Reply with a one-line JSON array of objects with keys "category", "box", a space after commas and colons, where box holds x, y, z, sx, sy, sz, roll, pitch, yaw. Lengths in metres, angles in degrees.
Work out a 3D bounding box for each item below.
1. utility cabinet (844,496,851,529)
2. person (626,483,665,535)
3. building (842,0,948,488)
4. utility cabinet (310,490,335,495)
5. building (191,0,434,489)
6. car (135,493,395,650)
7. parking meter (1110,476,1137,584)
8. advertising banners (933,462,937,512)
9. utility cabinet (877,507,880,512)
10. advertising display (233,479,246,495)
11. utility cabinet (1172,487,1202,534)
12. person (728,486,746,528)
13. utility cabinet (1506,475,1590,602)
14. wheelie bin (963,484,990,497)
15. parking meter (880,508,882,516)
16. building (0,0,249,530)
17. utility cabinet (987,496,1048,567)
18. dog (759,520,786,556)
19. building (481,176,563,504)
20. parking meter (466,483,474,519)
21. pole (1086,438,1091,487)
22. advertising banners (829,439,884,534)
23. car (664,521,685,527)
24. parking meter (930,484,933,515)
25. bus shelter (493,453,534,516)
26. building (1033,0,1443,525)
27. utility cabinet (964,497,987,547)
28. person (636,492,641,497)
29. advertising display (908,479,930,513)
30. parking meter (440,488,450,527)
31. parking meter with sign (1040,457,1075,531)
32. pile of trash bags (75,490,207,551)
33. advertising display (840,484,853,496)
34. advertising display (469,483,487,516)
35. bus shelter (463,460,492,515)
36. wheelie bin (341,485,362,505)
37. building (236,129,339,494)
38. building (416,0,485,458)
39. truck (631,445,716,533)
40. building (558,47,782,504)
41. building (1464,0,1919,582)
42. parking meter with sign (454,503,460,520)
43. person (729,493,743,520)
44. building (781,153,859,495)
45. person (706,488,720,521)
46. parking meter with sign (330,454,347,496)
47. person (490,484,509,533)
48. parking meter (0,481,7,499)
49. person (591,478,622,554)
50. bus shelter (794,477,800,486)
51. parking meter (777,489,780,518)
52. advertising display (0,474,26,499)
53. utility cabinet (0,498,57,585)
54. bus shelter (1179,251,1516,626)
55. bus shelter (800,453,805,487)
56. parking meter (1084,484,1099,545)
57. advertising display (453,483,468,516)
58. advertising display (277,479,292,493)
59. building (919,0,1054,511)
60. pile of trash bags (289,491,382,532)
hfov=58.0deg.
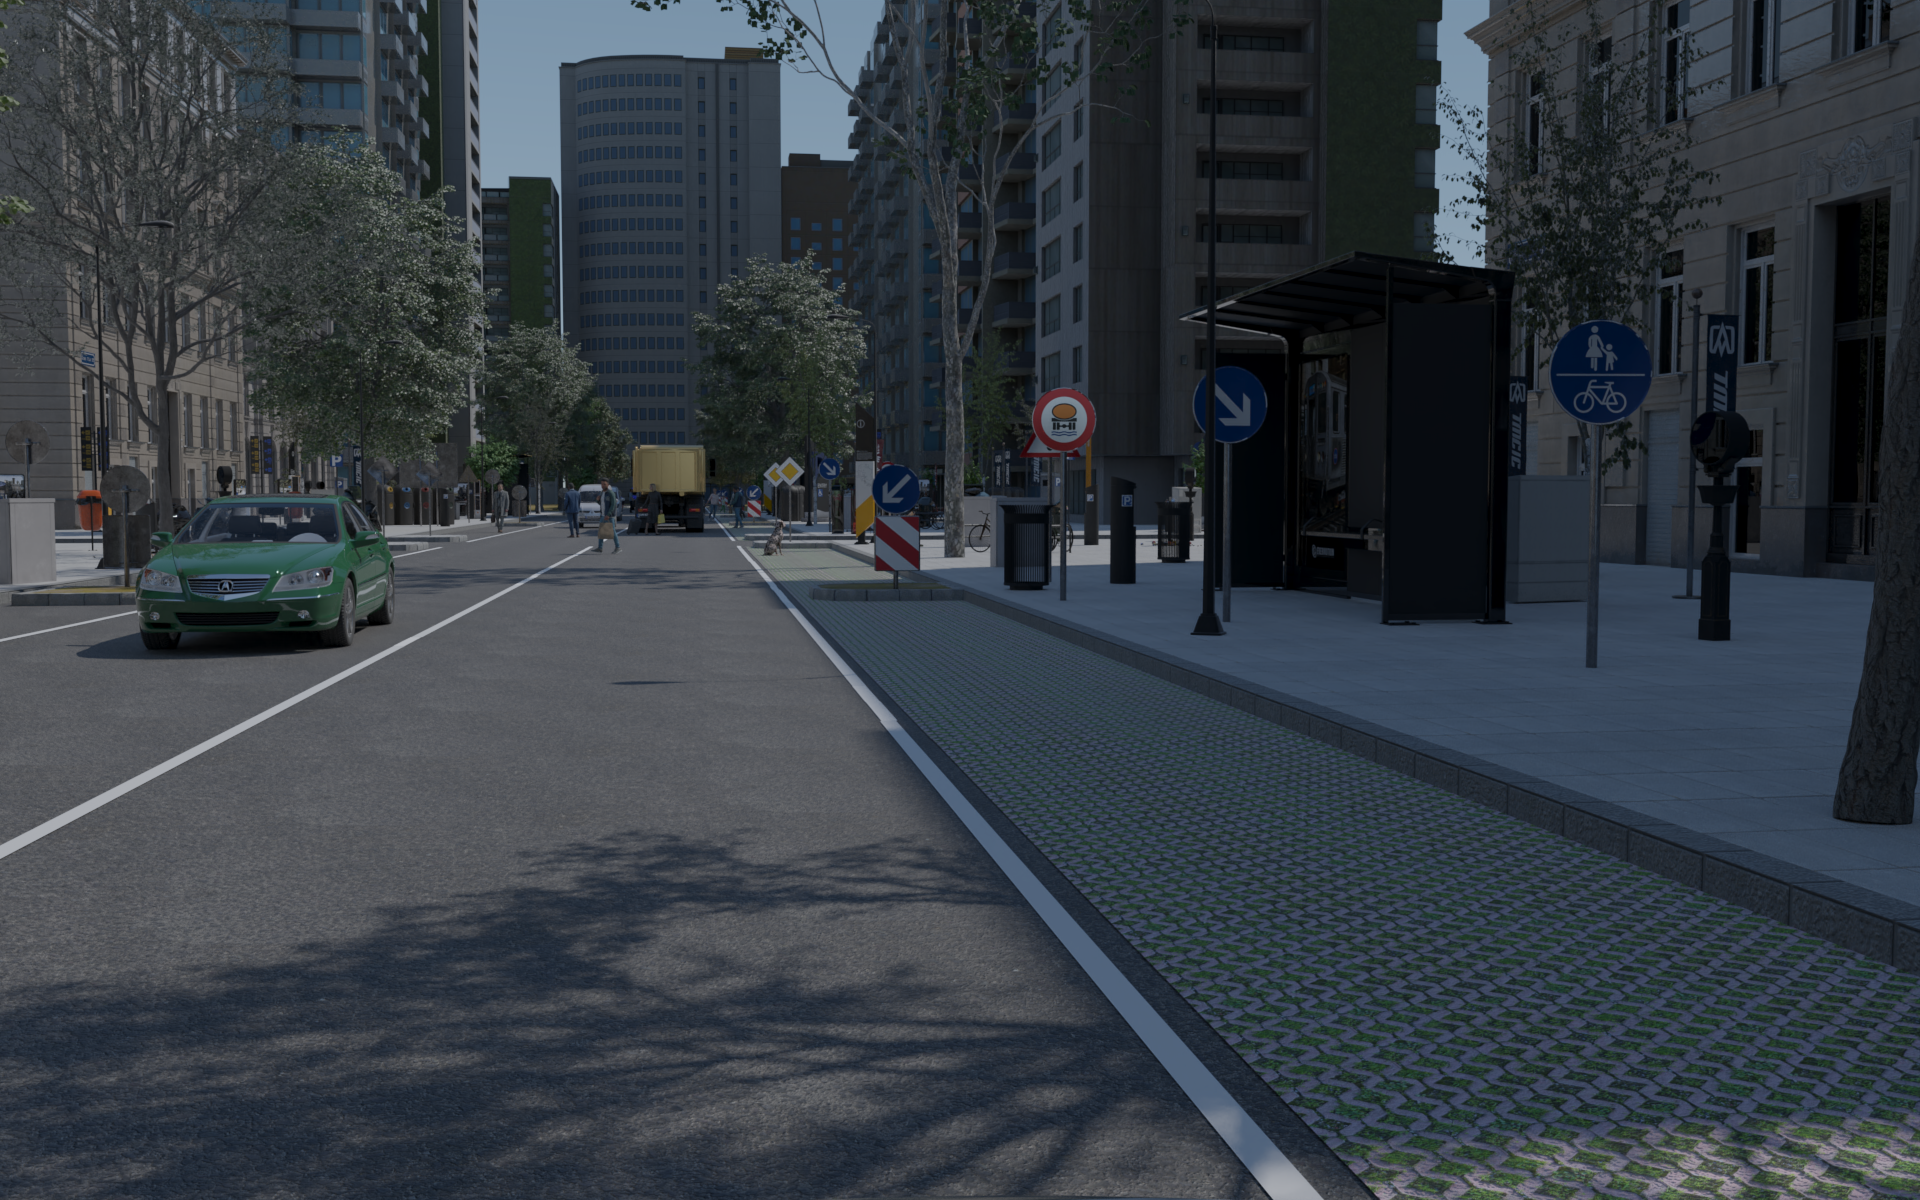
[{"category": "utility cabinet", "box": [-3.866, -3.172, 63.019, 1.020, 1.237, 0.306, 1, 4, 20]}, {"category": "person", "box": [-10.979, -3.177, 60.666, 1.509, 1.804, 0.699, 3, 5, 44]}, {"category": "building", "box": [0.109, -34.343, 181.108, 23.786, 49.044, 30.456, -1, 4, -9]}, {"category": "utility cabinet", "box": [-31.507, -4.711, 85.709, 1.173, 1.500, 0.318, -2, 4, -28]}, {"category": "building", "box": [-54.828, -31.694, 137.803, 23.786, 49.044, 30.456, -1, 4, -9]}, {"category": "car", "box": [-6.907, -0.354, 17.585, 2.131, 1.459, 4.920, -1, 4, -11]}, {"category": "parking meter", "box": [2.337, -1.003, 24.808, 0.372, 1.533, 0.369, 0, 3, 0]}, {"category": "advertising banners", "box": [-1.483, -6.164, 96.966, 0.090, 3.025, 2.074, -1, 4, -10]}, {"category": "utility cabinet", "box": [-5.739, -6.901, 121.505, 1.173, 1.500, 0.318, -2, 4, -33]}, {"category": "advertising display", "box": [-31.020, -4.246, 74.629, 0.123, 1.923, 0.974, 0, 4, 2]}, {"category": "utility cabinet", "box": [7.298, -2.874, 55.663, 0.318, 1.500, 1.173, 3, 5, 45]}, {"category": "person", "box": [-9.263, -3.858, 71.919, 0.721, 1.781, 0.623, 0, 4, -5]}, {"category": "utility cabinet", "box": [6.970, -0.725, 20.535, 1.173, 1.500, 0.318, -2, 4, -25]}, {"category": "wheelie bin", "box": [0.447, -2.872, 54.866, 0.980, 1.594, 0.693, 0, 4, 4]}, {"category": "parking meter", "box": [-3.876, -4.873, 88.090, 0.372, 1.533, 0.369, 0, 3, 0]}, {"category": "building", "box": [-39.035, -16.815, 72.194, 12.463, 27.353, 25.104, -1, 4, -9]}, {"category": "utility cabinet", "box": [1.044, -1.190, 30.616, 1.020, 1.237, 0.306, -2, 4, -24]}, {"category": "dog", "box": [-4.437, -1.429, 40.202, 0.800, 0.831, 0.513, -1, 4, -8]}, {"category": "building", "box": [-59.257, -33.104, 224.837, 14.086, 41.232, 14.154, -1, 4, -9]}, {"category": "parking meter", "box": [-25.114, -5.080, 88.766, 0.399, 1.863, 0.255, -1, 4, -18]}, {"category": "pole", "box": [4.112, -3.769, 55.471, 0.158, 3.312, 0.155, 0, 3, 0]}, {"category": "advertising banners", "box": [-3.304, -3.620, 55.373, 2.074, 3.025, 0.090, 2, 4, 29]}, {"category": "car", "box": [-12.970, -3.885, 75.877, 2.083, 1.381, 4.827, -1, 4, -11]}, {"category": "parking meter", "box": [-1.650, -5.546, 96.383, 0.255, 1.863, 0.399, 0, 4, -7]}, {"category": "bus shelter", "box": [-26.364, -6.814, 102.691, 1.731, 3.624, 6.357, -1, 4, -9]}, {"category": "building", "box": [11.377, -18.563, 75.200, 14.107, 30.474, 14.160, -1, 4, -9]}, {"category": "utility cabinet", "box": [0.253, -1.888, 42.033, 1.020, 1.237, 0.306, -1, 4, -9]}, {"category": "person", "box": [-16.463, -4.941, 89.469, 0.473, 1.802, 0.592, 2, 4, 27]}, {"category": "advertising display", "box": [-1.742, -4.142, 72.930, 0.974, 1.923, 0.123, -1, 4, -10]}, {"category": "parking meter", "box": [-20.316, -3.663, 68.305, 0.372, 1.533, 0.369, 0, 3, 0]}, {"category": "parking meter with sign", "box": [3.224, -3.973, 61.224, 1.738, 3.016, 0.543, 3, 5, 45]}, {"category": "pile of trash bags", "box": [-18.523, -1.854, 40.058, 3.447, 1.369, 1.912, -2, 4, -29]}, {"category": "advertising display", "box": [-7.130, -6.364, 109.262, 0.974, 1.923, 0.123, -3, 5, -43]}, {"category": "advertising display", "box": [-27.620, -5.772, 99.579, 0.974, 1.923, 0.123, 1, 4, 20]}, {"category": "bus shelter", "box": [-29.764, -7.148, 108.153, 1.731, 3.624, 6.357, -1, 4, -9]}, {"category": "wheelie bin", "box": [-22.226, -3.397, 63.452, 0.693, 1.594, 0.980, 1, 4, 18]}, {"category": "building", "box": [-43.398, -15.579, 96.513, 13.314, 21.916, 24.055, -1, 4, -9]}, {"category": "building", "box": [-63.609, -38.785, 176.141, 28.212, 58.520, 21.231, -1, 4, -9]}, {"category": "truck", "box": [-11.270, -4.389, 67.691, 3.469, 3.379, 9.791, 0, 4, -8]}, {"category": "building", "box": [-38.327, -42.122, 230.696, 28.212, 58.520, 21.231, -1, 4, -9]}, {"category": "building", "box": [18.623, -13.973, 25.719, 12.463, 27.353, 25.104, -1, 4, -9]}, {"category": "parking meter with sign", "box": [-25.700, -5.491, 86.045, 1.738, 3.016, 0.543, 1, 4, 17]}, {"category": "person", "box": [-12.253, -5.228, 94.465, 0.782, 1.767, 0.515, 2, 4, 29]}, {"category": "building", "box": [-16.894, -35.543, 231.241, 14.200, 45.320, 14.600, -1, 4, -9]}, {"category": "person", "box": [-13.007, -4.983, 90.651, 0.731, 1.740, 0.598, -3, 5, -42]}, {"category": "parking meter with sign", "box": [-27.417, -4.925, 76.778, 0.543, 3.016, 1.738, 0, 4, -7]}, {"category": "person", "box": [-17.132, -3.414, 64.418, 0.694, 1.812, 0.767, 0, 4, 4]}, {"category": "parking meter", "box": [-18.023, -1.466, 32.380, 0.372, 1.533, 0.369, 0, 3, 0]}, {"category": "person", "box": [-8.420, -2.009, 41.333, 0.713, 1.824, 0.794, -2, 4, -29]}, {"category": "bus shelter", "box": [-11.715, -7.819, 121.764, 2.014, 3.302, 5.546, -1, 4, -9]}, {"category": "parking meter", "box": [-9.818, -5.250, 94.246, 0.372, 1.533, 0.369, 0, 3, 0]}, {"category": "advertising display", "box": [-30.145, -3.042, 54.948, 0.123, 1.923, 0.974, 2, 4, 30]}, {"category": "utility cabinet", "box": [-13.512, -0.847, 25.008, 0.306, 1.237, 1.020, 0, 4, 7]}, {"category": "bus shelter", "box": [4.195, -1.754, 19.964, 1.731, 3.624, 6.357, -1, 4, -9]}, {"category": "bus shelter", "box": [-8.656, -6.733, 101.366, 1.731, 3.624, 6.357, -1, 4, -9]}, {"category": "parking meter", "box": [3.297, -2.142, 43.441, 0.372, 1.533, 0.369, 0, 3, 0]}, {"category": "advertising display", "box": [-28.773, -5.801, 100.063, 0.974, 1.923, 0.123, -1, 4, -19]}, {"category": "advertising display", "box": [-28.238, -4.129, 72.730, 0.123, 1.923, 0.974, 2, 4, 24]}, {"category": "building", "box": [9.660, -28.303, 117.376, 22.147, 44.769, 28.867, -1, 4, -9]}, {"category": "pile of trash bags", "box": [-21.217, -2.975, 58.401, 3.447, 1.369, 1.912, 1, 4, 15]}]
